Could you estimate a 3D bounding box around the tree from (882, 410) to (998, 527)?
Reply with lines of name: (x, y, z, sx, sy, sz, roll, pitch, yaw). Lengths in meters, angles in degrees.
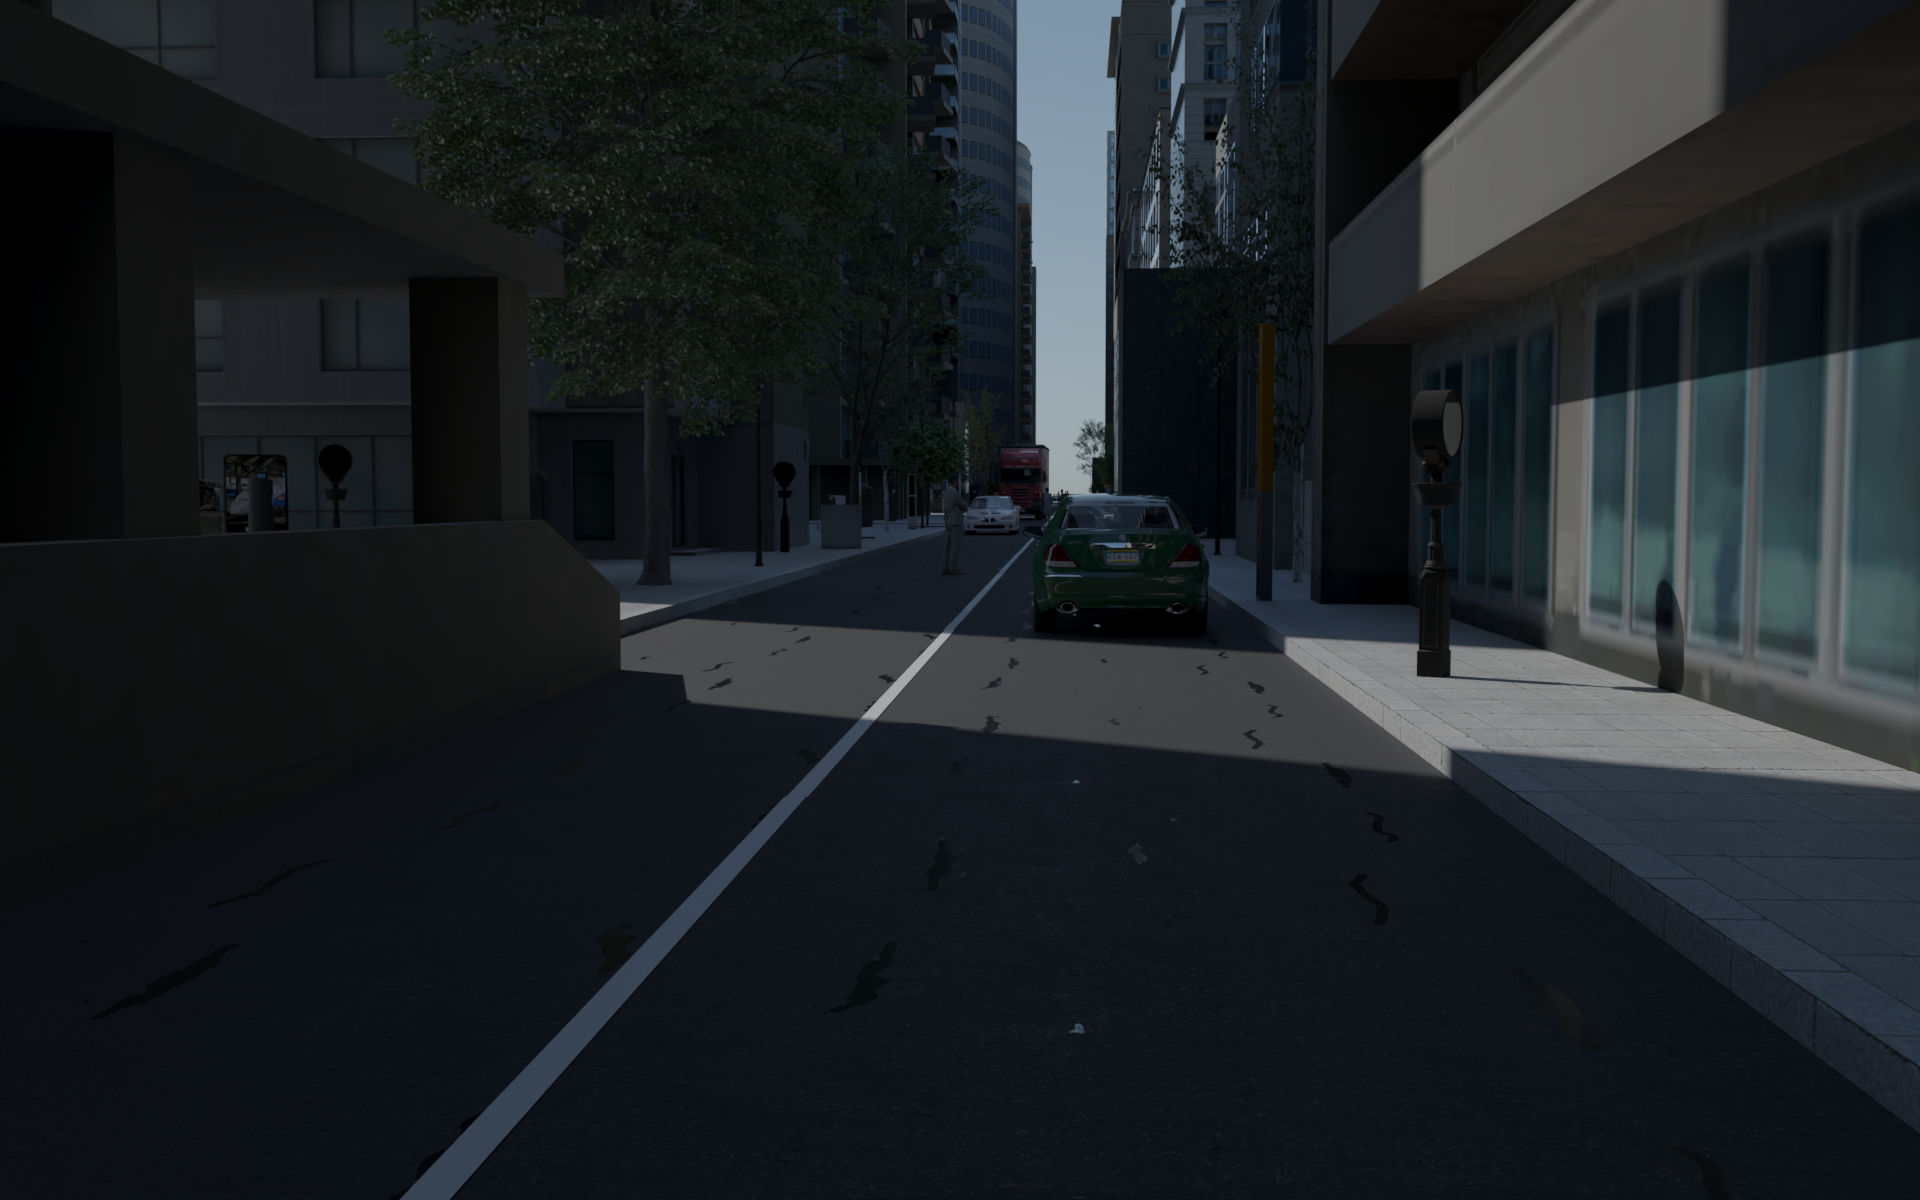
tree: (-1.301, -5.115, 67.346, 4.285, 4.588, 4.351, 0, 3, 0)

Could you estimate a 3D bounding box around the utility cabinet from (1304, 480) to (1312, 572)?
utility cabinet: (6.016, -1.173, 27.858, 0.318, 1.500, 1.173, -2, 4, -25)

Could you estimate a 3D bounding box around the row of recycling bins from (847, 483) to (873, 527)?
row of recycling bins: (-3.956, -3.763, 68.645, 1.069, 1.692, 3.534, 0, 4, -1)

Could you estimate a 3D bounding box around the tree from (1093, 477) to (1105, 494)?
tree: (13.298, -9.937, 157.065, 1.663, 3.219, 1.824, 0, 3, 0)

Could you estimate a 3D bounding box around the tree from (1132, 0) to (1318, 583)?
tree: (4.671, -4.561, 24.943, 4.360, 8.622, 3.978, 0, 3, 0)

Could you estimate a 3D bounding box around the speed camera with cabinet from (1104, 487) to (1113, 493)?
speed camera with cabinet: (11.300, -8.408, 131.805, 0.660, 3.252, 2.038, 0, 4, 5)

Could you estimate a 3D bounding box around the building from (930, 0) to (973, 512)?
building: (-9.844, -50.288, 134.875, 22.319, 86.520, 31.000, 0, 4, 4)

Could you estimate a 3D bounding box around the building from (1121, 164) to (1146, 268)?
building: (20.158, -21.814, 142.559, 13.634, 28.700, 20.117, 0, 4, 4)

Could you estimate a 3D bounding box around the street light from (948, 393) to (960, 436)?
street light: (-0.286, -6.506, 79.164, 0.468, 5.910, 1.993, 0, 4, 4)

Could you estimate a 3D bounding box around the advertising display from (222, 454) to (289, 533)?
advertising display: (-11.426, -1.401, 28.118, 0.974, 1.923, 0.123, -2, 4, -31)

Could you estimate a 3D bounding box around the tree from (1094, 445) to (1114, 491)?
tree: (10.213, -7.790, 111.084, 4.285, 4.588, 4.351, 0, 3, 0)

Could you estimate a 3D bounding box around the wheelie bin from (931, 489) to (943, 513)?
wheelie bin: (-1.502, -6.728, 117.906, 0.980, 1.594, 0.693, 0, 4, -2)

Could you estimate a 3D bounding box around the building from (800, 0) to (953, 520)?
building: (-11.946, -27.021, 96.422, 22.147, 44.769, 28.867, 0, 4, 4)

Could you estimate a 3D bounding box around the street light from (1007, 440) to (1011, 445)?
street light: (4.561, -11.183, 155.625, 0.468, 5.910, 1.993, 0, 4, 4)

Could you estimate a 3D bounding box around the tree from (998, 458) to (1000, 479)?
tree: (3.459, -9.527, 139.482, 4.285, 4.588, 4.351, 0, 3, 0)

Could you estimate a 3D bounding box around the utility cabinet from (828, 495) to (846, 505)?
utility cabinet: (-5.639, -4.186, 79.597, 0.306, 1.237, 1.020, 2, 4, 28)

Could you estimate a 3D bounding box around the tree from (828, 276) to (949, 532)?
tree: (-2.449, -6.590, 58.105, 4.360, 8.622, 3.978, 0, 3, 0)

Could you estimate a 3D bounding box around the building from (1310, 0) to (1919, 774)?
building: (14.191, -23.528, 8.378, 21.300, 48.544, 21.600, 0, 4, 4)

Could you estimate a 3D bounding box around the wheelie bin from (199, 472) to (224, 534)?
wheelie bin: (-9.644, -0.851, 21.820, 0.693, 1.594, 0.980, -2, 4, -31)

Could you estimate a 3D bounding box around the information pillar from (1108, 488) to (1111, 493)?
information pillar: (10.583, -8.043, 122.853, 0.183, 3.616, 0.504, -1, 4, -10)

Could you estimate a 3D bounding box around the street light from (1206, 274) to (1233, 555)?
street light: (5.415, -3.882, 36.263, 0.468, 5.910, 1.993, 0, 4, 4)

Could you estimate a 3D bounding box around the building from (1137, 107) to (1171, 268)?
building: (22.053, -19.012, 115.363, 19.350, 26.468, 34.151, 0, 4, 4)

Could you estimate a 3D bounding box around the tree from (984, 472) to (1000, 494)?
tree: (2.533, -8.206, 128.775, 1.663, 3.219, 1.824, 0, 3, 0)

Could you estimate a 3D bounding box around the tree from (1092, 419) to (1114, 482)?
tree: (19.120, -18.997, 236.347, 9.928, 11.665, 9.643, 0, 3, 0)

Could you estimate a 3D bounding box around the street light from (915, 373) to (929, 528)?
street light: (-1.409, -5.615, 64.589, 0.468, 5.910, 1.993, 0, 4, 4)

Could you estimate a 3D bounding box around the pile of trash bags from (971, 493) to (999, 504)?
pile of trash bags: (2.033, -6.966, 123.649, 1.912, 1.369, 3.447, -1, 4, -21)

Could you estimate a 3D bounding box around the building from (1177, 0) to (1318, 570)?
building: (15.461, -44.573, 41.446, 22.319, 86.520, 31.000, 0, 4, 4)

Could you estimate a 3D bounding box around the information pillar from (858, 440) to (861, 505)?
information pillar: (-3.979, -4.578, 66.197, 0.183, 3.616, 0.504, 3, 5, 40)

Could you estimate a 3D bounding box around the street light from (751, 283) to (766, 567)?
street light: (-3.563, -3.532, 30.529, 0.468, 5.910, 1.993, 0, 4, 4)

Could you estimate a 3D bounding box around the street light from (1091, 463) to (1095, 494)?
street light: (17.951, -15.690, 229.317, 0.468, 5.910, 1.993, 0, 4, 4)

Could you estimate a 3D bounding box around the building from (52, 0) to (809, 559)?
building: (-11.257, -21.562, 36.127, 14.154, 41.232, 14.086, 0, 4, 4)

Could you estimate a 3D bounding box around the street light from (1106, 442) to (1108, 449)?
street light: (13.525, -11.481, 160.506, 0.468, 5.910, 1.993, 0, 4, 4)

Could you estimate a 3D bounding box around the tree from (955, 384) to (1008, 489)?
tree: (1.183, -10.154, 116.381, 4.737, 8.622, 4.395, 0, 3, 0)

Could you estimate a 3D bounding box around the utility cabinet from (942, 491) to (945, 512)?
utility cabinet: (-0.959, -6.740, 118.878, 1.173, 1.500, 0.318, 2, 4, 30)

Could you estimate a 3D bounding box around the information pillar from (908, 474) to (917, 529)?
information pillar: (-1.735, -3.586, 63.126, 0.304, 2.012, 0.304, 0, 4, 5)

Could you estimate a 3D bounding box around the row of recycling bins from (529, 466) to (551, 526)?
row of recycling bins: (-6.180, -0.962, 22.846, 1.069, 1.692, 3.534, 0, 4, 3)

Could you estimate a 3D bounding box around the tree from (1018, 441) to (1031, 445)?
tree: (8.271, -17.179, 231.244, 4.737, 8.622, 4.395, 0, 3, 0)

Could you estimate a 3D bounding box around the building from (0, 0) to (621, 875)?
building: (-19.295, -19.276, 7.042, 32.217, 40.220, 23.993, 0, 4, 4)

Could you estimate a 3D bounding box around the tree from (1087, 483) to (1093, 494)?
tree: (20.368, -16.636, 266.606, 1.663, 3.219, 1.824, 0, 3, 0)

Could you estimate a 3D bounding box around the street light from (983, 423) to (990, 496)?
street light: (1.744, -8.580, 113.064, 0.468, 5.910, 1.993, 0, 4, 4)

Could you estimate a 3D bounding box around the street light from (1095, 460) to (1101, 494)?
street light: (15.757, -13.603, 195.198, 0.468, 5.910, 1.993, 0, 4, 4)

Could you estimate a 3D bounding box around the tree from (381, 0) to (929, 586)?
tree: (-4.348, -6.510, 24.574, 7.486, 12.596, 7.792, 0, 3, 0)

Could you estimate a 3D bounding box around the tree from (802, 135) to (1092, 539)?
tree: (-2.875, -7.587, 49.806, 9.928, 11.665, 9.643, 0, 3, 0)
